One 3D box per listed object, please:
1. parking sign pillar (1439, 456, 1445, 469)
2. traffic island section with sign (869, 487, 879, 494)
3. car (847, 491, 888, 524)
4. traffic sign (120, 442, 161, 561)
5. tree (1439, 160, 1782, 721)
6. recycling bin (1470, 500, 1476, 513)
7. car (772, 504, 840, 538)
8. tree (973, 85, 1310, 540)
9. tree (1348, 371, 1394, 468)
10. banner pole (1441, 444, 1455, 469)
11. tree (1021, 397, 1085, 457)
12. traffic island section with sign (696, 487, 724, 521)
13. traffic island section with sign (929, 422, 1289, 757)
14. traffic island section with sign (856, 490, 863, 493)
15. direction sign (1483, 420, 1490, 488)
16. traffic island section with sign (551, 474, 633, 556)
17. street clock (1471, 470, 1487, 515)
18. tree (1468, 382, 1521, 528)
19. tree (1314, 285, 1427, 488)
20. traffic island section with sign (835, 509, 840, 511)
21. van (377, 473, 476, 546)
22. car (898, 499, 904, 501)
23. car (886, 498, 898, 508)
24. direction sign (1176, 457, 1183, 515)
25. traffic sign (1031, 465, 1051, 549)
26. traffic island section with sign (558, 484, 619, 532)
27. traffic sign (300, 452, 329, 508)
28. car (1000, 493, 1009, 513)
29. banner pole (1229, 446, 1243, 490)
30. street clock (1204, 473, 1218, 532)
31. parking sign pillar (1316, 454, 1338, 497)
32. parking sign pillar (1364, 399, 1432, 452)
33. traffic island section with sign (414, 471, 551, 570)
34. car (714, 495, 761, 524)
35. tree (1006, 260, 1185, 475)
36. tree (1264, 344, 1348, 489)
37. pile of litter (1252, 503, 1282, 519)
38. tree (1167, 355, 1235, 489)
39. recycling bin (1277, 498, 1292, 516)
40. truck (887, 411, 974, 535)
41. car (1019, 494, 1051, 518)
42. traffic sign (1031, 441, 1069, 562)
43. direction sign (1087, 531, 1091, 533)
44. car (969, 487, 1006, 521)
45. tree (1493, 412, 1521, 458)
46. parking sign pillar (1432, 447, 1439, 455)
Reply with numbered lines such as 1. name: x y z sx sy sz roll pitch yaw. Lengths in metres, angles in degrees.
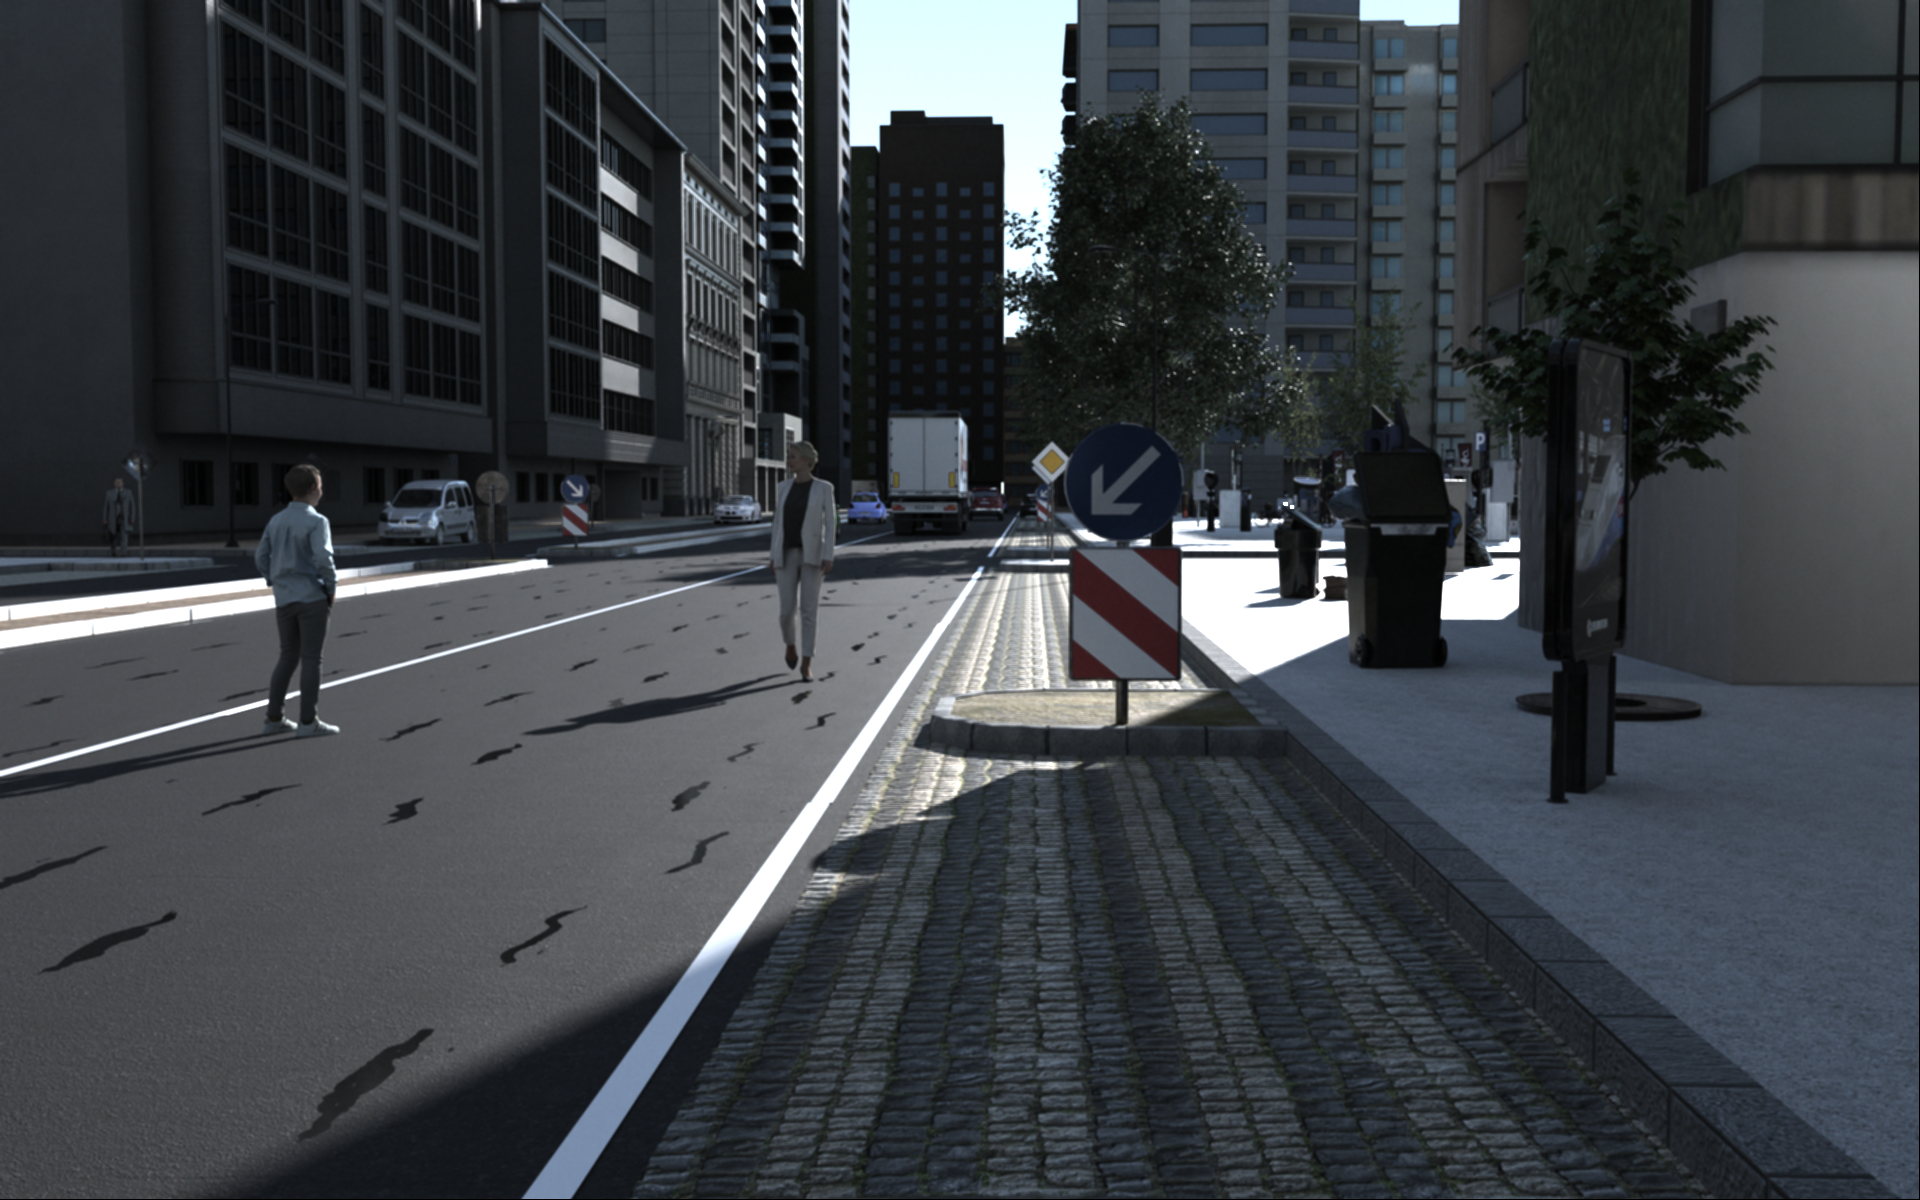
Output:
1. parking sign pillar: 26.942 -6.714 98.244 1.447 3.967 1.447 -1 4 -17
2. traffic island section with sign: -5.798 -6.590 115.889 2.006 1.907 1.989 0 4 2
3. car: -4.475 -4.537 83.779 1.945 1.707 3.694 0 4 1
4. traffic sign: -15.795 -1.819 33.389 0.795 2.450 0.064 0 4 2
5. tree: 3.935 -0.947 10.086 1.663 3.219 1.824 0 3 0
6. recycling bin: 21.776 -3.739 73.684 0.722 1.027 0.722 0 4 7
7. car: -4.869 -2.831 55.075 1.959 1.807 4.718 0 4 2
8. tree: 5.091 -8.083 49.172 9.611 12.733 9.660 0 3 0
9. tree: 23.076 -9.241 101.451 4.360 8.622 3.978 0 3 0
10. banner pole: 24.077 -5.852 85.701 0.863 3.779 0.401 2 4 34
11. tree: 7.388 -10.819 111.295 7.601 10.594 8.767 0 4 0
12. traffic island section with sign: -13.014 -5.165 93.082 1.989 1.847 2.006 0 4 2
13. traffic island section with sign: 0.832 -0.106 10.354 1.989 1.847 2.006 0 4 2
14. traffic island section with sign: -9.828 -9.874 170.064 1.989 1.847 2.006 0 4 2
15. direction sign: 16.142 -3.742 53.171 0.379 3.537 0.876 0 4 6
16. traffic island section with sign: -8.898 -1.999 40.814 2.006 1.907 1.989 0 4 2
17. street clock: 15.326 -2.857 51.276 0.471 2.002 0.358 1 4 15
18. tree: 21.382 -7.075 66.040 4.737 8.622 4.395 0 3 0
19. tree: 14.687 -6.828 61.995 4.737 8.622 4.395 0 3 0
20. traffic island section with sign: -10.955 -8.227 143.133 1.989 1.847 2.006 0 4 2
21. van: -15.067 -2.567 48.988 2.013 2.044 4.112 0 4 2
22. car: -3.262 -6.755 119.477 2.155 1.783 4.494 0 4 1
23. car: -6.915 -10.772 185.902 2.009 1.686 4.222 0 4 4
24. direction sign: 13.025 -6.902 104.843 0.876 3.537 0.379 1 4 13
25. traffic sign: 2.064 -2.262 40.624 0.795 2.450 0.064 0 4 2
26. traffic island section with sign: -14.132 -3.518 66.150 1.989 1.847 2.006 0 4 2
27. traffic sign: -15.465 -2.307 41.368 0.795 2.450 0.064 0 4 2
28. car: 2.801 -7.581 133.535 1.945 1.707 3.694 0 4 4
29. banner pole: 14.163 -6.076 89.353 0.863 3.779 0.401 0 4 6
30. street clock: 8.546 -3.325 58.941 0.358 2.002 0.471 -2 4 -35
31. parking sign pillar: 22.949 -7.322 108.192 1.447 3.967 1.447 2 4 34
32. parking sign pillar: 12.164 -3.658 48.284 1.447 3.967 1.447 0 4 2
33. traffic island section with sign: -9.214 -1.546 33.413 2.006 1.907 1.989 0 4 2
34. car: -10.750 -4.376 83.909 2.083 1.381 4.827 0 4 1
35. tree: 5.973 -9.489 73.273 7.486 12.596 7.792 0 3 0
36. tree: 16.466 -8.184 84.173 4.360 8.622 3.978 0 3 0
37. pile of litter: 16.156 -4.712 91.007 1.719 0.858 1.176 1 4 19
38. tree: 11.602 -8.285 85.819 4.737 8.622 4.395 0 3 0
39. recycling bin: 19.261 -5.514 102.706 0.722 1.027 0.722 2 4 28
40. truck: -1.022 -4.599 64.105 2.839 4.237 11.283 0 4 2
41. car: 4.453 -5.687 102.765 2.009 1.686 4.222 0 4 4
42. traffic sign: 1.733 -1.774 32.646 0.795 2.450 0.064 0 4 2
43. direction sign: 4.429 -4.017 57.673 0.379 3.537 0.876 -1 4 -20
44. car: 1.380 -5.287 95.122 2.281 1.827 5.304 0 4 1
45. tree: 32.980 -9.205 100.858 4.360 8.622 3.978 0 3 0
46. parking sign pillar: 19.507 -5.217 73.774 1.447 3.967 1.447 1 4 14
